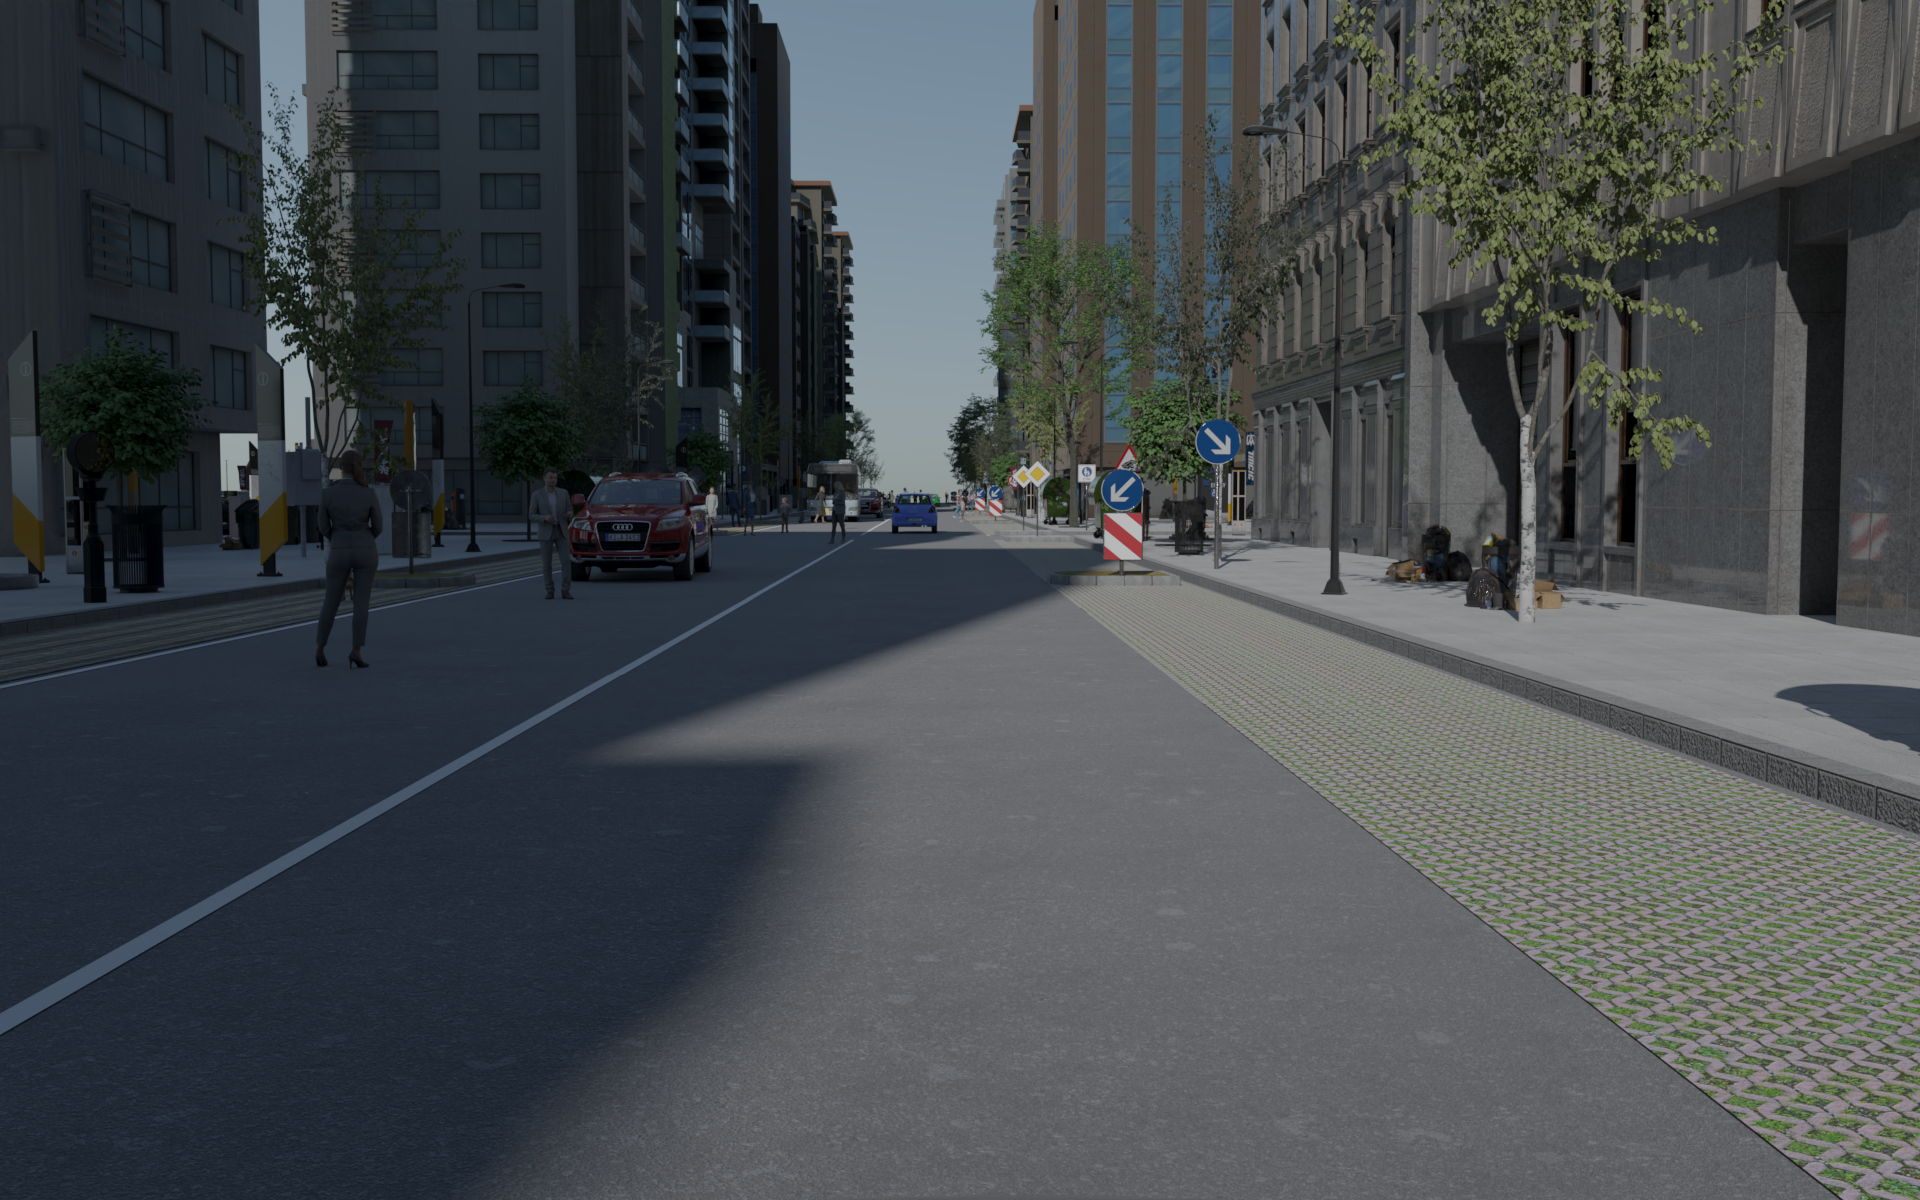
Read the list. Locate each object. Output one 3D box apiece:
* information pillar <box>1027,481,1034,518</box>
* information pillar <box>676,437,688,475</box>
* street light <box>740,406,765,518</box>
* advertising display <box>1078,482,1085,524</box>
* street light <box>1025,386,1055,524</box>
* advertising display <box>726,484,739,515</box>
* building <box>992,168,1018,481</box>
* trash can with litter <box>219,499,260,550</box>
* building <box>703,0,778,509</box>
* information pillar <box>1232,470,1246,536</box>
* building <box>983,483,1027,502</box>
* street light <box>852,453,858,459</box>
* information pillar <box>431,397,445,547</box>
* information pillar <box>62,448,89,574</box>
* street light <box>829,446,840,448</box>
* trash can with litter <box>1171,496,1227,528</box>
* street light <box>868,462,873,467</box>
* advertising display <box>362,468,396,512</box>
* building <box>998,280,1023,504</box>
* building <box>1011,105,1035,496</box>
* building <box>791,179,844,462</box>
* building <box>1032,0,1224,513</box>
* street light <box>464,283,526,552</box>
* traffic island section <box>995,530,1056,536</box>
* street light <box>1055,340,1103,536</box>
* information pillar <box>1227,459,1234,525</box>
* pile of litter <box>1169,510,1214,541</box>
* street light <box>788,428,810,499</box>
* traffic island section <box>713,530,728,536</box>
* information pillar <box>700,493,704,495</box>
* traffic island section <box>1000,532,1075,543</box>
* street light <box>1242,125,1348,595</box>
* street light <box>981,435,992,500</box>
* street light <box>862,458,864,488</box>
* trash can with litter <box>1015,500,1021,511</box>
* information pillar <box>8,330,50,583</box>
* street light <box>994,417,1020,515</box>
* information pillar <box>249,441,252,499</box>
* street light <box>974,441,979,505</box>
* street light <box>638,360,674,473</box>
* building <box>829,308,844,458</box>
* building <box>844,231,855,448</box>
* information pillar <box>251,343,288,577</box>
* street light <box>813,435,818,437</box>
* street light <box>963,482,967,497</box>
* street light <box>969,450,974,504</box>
[{"bbox_3d":[3.747,-5.365,92.205,0.304,2.012,0.304,3,4,38],"label":"information pillar"},{"bbox_3d":[-11.249,-4.819,70.140,0.504,3.616,0.183,0,4,-8],"label":"information pillar"},{"bbox_3d":[-11.023,-7.288,91.706,1.470,5.913,1.316,0,4,-1],"label":"street light"},{"bbox_3d":[5.286,-4.286,75.283,0.123,1.923,0.974,1,4,13],"label":"advertising display"},{"bbox_3d":[3.471,-6.176,73.511,1.470,5.913,1.316,0,4,-1],"label":"street light"},{"bbox_3d":[-13.906,-6.155,105.847,0.123,1.923,0.974,3,5,39],"label":"advertising display"},{"bbox_3d":[16.217,-38.839,254.622,23.786,49.044,30.456,0,4,-1],"label":"building"},{"bbox_3d":[-16.481,-1.740,39.831,0.624,1.170,1.055,1,4,19],"label":"trash can with litter"},{"bbox_3d":[-26.032,-43.205,144.661,20.563,71.187,20.611,0,4,-1],"label":"building"},{"bbox_3d":[8.608,-2.995,53.458,0.304,2.012,0.304,-2,4,-28],"label":"information pillar"},{"bbox_3d":[19.889,-36.139,282.751,32.217,40.220,23.993,0,4,-1],"label":"building"},{"bbox_3d":[-12.718,-13.791,198.016,1.470,5.913,1.316,0,4,-1],"label":"street light"},{"bbox_3d":[-12.609,-3.087,41.835,0.183,3.616,0.504,-3,5,-40],"label":"information pillar"},{"bbox_3d":[-14.129,-1.423,27.762,0.304,2.012,0.304,0,4,4],"label":"information pillar"},{"bbox_3d":[-12.270,-11.901,167.114,1.470,5.913,1.316,0,4,-1],"label":"street light"},{"bbox_3d":[8.973,-3.357,65.939,1.678,1.210,2.233,-2,4,-34],"label":"trash can with litter"},{"bbox_3d":[-13.463,-17.076,251.738,1.470,5.913,1.316,0,4,-1],"label":"street light"},{"bbox_3d":[-14.410,-2.293,42.706,0.974,1.923,0.123,0,4,5],"label":"advertising display"},{"bbox_3d":[12.021,-28.175,232.358,14.160,30.474,14.107,0,4,-1],"label":"building"},{"bbox_3d":[17.001,-32.947,193.306,22.147,44.769,28.867,0,4,-1],"label":"building"},{"bbox_3d":[-27.994,-35.533,235.584,22.147,44.769,28.867,0,4,-1],"label":"building"},{"bbox_3d":[13.434,-30.350,146.325,14.600,45.320,14.200,0,4,-1],"label":"building"},{"bbox_3d":[-10.241,-4.015,38.181,1.470,5.913,1.316,0,4,-1],"label":"street light"},{"bbox_3d":[2.242,-2.337,60.486,2.009,0.180,2.903,0,4,-1],"label":"traffic island section"},{"bbox_3d":[3.735,-4.884,52.395,1.470,5.913,1.316,0,4,-1],"label":"street light"},{"bbox_3d":[11.088,-4.861,70.832,0.183,3.616,0.504,2,4,26],"label":"information pillar"},{"bbox_3d":[6.467,-2.105,48.389,1.176,0.858,1.719,0,4,-6],"label":"pile of litter"},{"bbox_3d":[-11.538,-9.140,121.984,1.470,5.913,1.316,0,4,-1],"label":"street light"},{"bbox_3d":[-9.198,-2.326,60.317,2.009,0.180,2.903,0,4,-1],"label":"traffic island section"},{"bbox_3d":[-14.504,-6.429,96.476,0.504,3.616,0.183,-2,4,-31],"label":"information pillar"},{"bbox_3d":[2.364,-1.848,52.501,2.009,0.180,2.903,0,4,-1],"label":"traffic island section"},{"bbox_3d":[4.252,-3.025,21.993,1.470,5.913,1.316,0,4,-1],"label":"street light"},{"bbox_3d":[2.496,-9.969,135.531,1.470,5.913,1.316,0,4,-1],"label":"street light"},{"bbox_3d":[-12.985,-15.175,220.652,1.470,5.913,1.316,0,4,-1],"label":"street light"},{"bbox_3d":[4.615,-7.373,131.930,0.624,1.170,1.055,-3,4,-37],"label":"trash can with litter"},{"bbox_3d":[-13.416,-2.052,24.905,0.504,3.616,0.183,1,4,19],"label":"information pillar"},{"bbox_3d":[2.975,-8.095,104.901,1.470,5.913,1.316,0,4,-1],"label":"street light"},{"bbox_3d":[-31.109,-5.198,76.347,0.183,3.616,0.504,2,4,25],"label":"information pillar"},{"bbox_3d":[2.206,-10.923,151.129,1.470,5.913,1.316,0,4,-1],"label":"street light"},{"bbox_3d":[-10.605,-5.361,60.189,1.470,5.913,1.316,0,4,-1],"label":"street light"},{"bbox_3d":[-24.637,-29.766,258.368,14.160,30.474,14.107,0,4,-1],"label":"building"},{"bbox_3d":[-28.451,-38.214,279.426,22.147,44.769,28.867,0,4,-1],"label":"building"},{"bbox_3d":[-10.667,-2.169,26.820,0.504,3.616,0.183,1,4,20],"label":"information pillar"},{"bbox_3d":[-11.849,-10.034,136.599,1.470,5.913,1.316,0,4,-1],"label":"street light"},{"bbox_3d":[1.382,-14.627,211.687,1.470,5.913,1.316,0,4,-1],"label":"street light"},{"bbox_3d":[1.820,-12.775,181.409,1.470,5.913,1.316,0,4,-1],"label":"street light"}]
